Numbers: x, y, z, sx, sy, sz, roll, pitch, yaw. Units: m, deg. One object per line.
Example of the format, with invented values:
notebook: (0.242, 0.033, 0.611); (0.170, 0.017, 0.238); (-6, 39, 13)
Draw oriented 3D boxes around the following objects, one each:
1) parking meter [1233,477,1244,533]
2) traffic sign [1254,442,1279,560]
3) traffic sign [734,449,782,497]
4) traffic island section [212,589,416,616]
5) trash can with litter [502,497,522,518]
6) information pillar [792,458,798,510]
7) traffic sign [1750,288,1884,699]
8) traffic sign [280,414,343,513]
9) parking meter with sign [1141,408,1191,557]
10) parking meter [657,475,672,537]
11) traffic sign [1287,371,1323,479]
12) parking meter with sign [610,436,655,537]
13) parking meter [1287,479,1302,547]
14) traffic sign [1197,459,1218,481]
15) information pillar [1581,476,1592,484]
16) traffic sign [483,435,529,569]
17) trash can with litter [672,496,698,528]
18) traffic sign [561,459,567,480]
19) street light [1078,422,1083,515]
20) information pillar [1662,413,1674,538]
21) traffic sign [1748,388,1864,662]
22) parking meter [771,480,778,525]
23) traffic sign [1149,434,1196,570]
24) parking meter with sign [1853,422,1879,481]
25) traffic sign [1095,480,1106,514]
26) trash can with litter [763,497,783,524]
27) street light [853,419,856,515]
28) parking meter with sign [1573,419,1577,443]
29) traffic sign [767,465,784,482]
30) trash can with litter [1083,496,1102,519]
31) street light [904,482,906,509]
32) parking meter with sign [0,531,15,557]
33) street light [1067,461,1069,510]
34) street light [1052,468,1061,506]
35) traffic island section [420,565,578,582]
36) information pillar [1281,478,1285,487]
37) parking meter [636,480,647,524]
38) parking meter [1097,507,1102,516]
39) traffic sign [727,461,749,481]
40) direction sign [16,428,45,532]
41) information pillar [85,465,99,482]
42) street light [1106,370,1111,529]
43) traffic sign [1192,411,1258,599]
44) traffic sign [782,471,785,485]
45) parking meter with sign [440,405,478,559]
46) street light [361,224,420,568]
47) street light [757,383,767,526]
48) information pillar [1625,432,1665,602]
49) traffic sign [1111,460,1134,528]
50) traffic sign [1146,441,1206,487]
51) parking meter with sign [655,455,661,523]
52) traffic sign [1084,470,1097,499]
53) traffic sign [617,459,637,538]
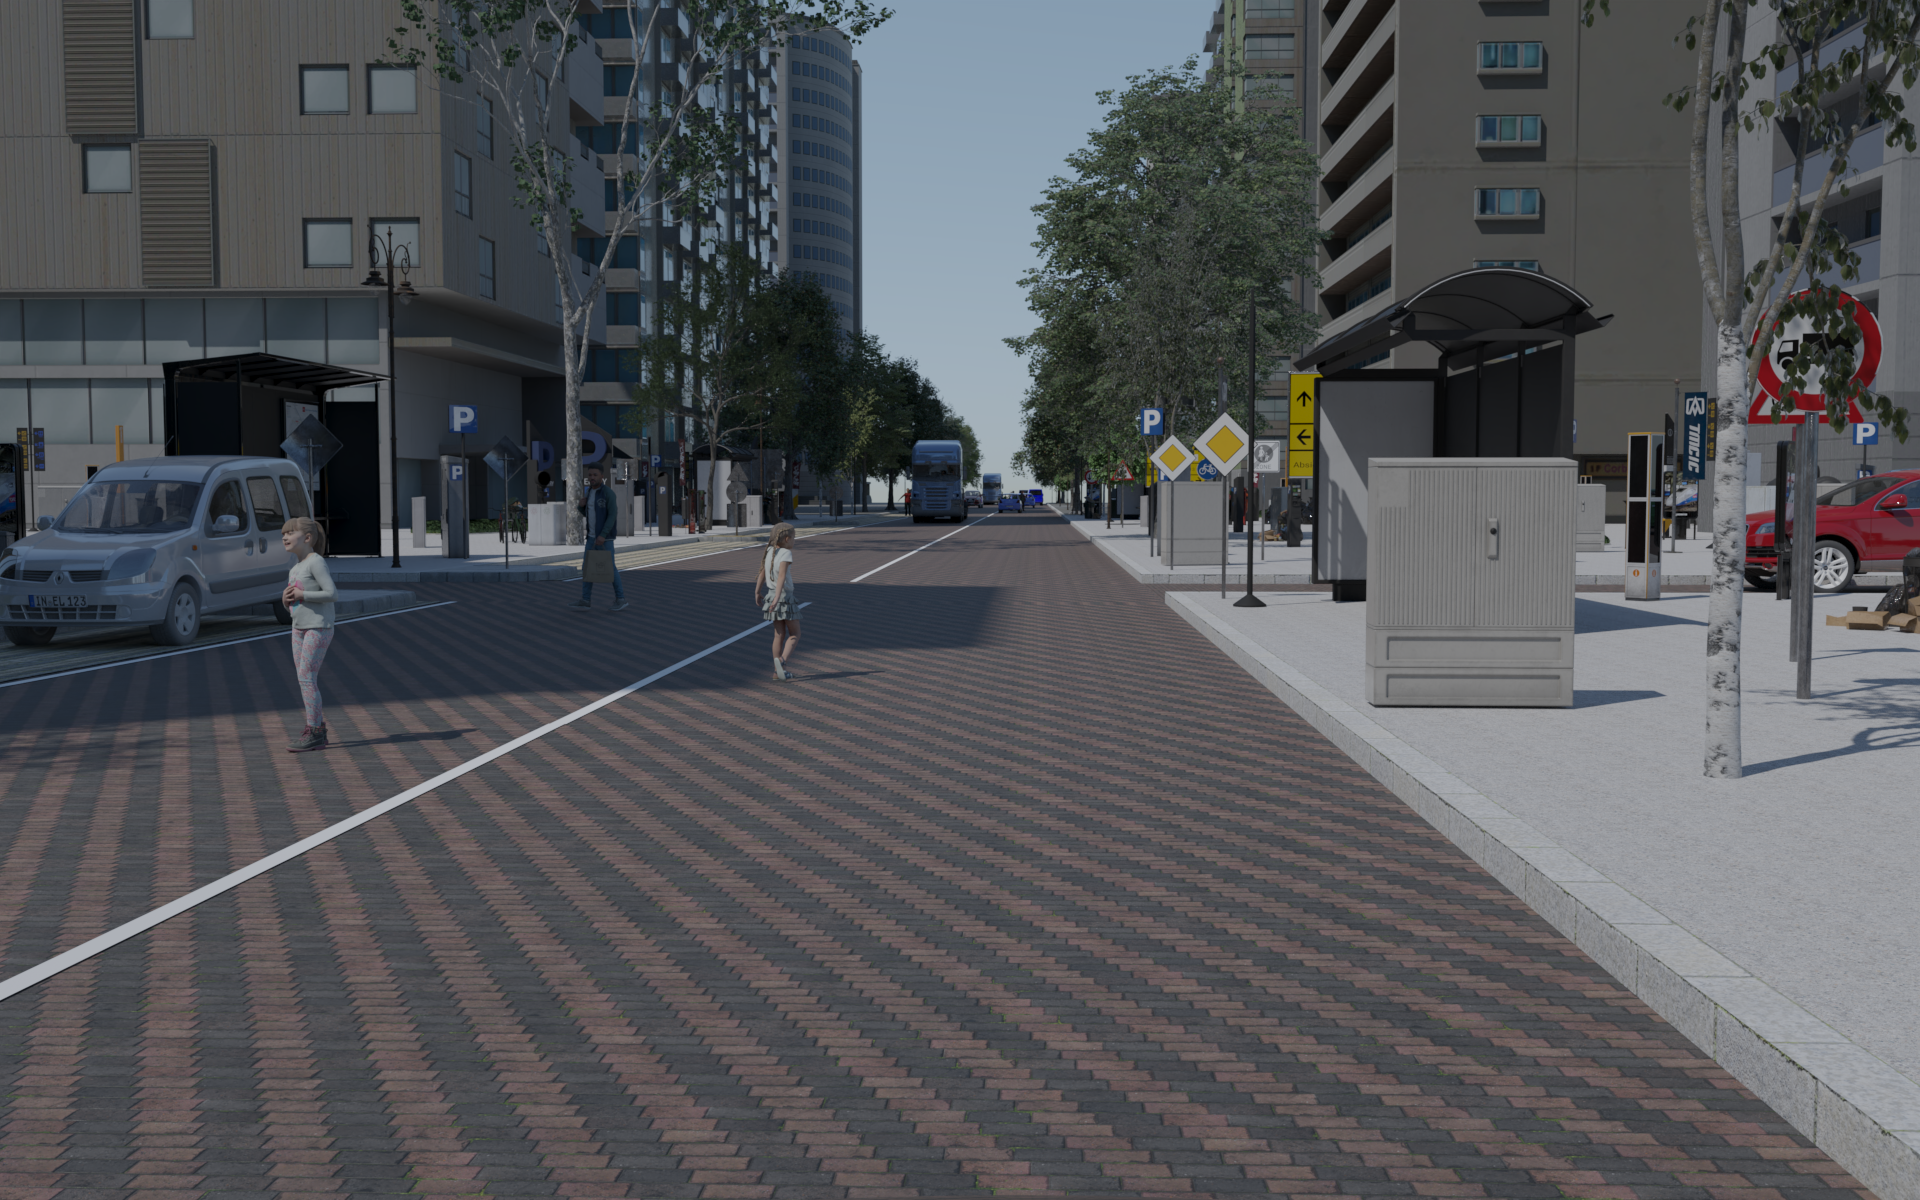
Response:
parking meter: (9.302, -3.188, 57.838); (0.255, 1.863, 0.399); (-1, 4, -11)
traffic sign: (5.859, -1.916, 33.463); (0.606, 2.300, 0.079); (1, 4, 9)
traffic sign: (-9.174, -5.185, 78.654); (2.265, 3.308, 0.079); (1, 4, 10)
traffic island section: (-8.130, 0.034, 21.728); (2.009, 0.180, 2.903); (0, 4, 2)
trash can with litter: (-16.414, -3.135, 62.647); (0.624, 1.170, 1.055); (3, 4, 38)
information pillar: (-9.620, -6.652, 100.110); (0.504, 3.616, 0.183); (-1, 4, -20)
traffic sign: (5.286, -0.652, 10.774); (0.768, 2.556, 0.104); (1, 4, 11)
traffic sign: (-8.106, -1.102, 21.665); (0.795, 2.450, 0.064); (0, 4, 2)
parking meter with sign: (4.455, -2.420, 35.829); (0.543, 3.016, 1.738); (3, 5, 41)
parking meter: (-8.924, -2.852, 52.336); (0.399, 1.863, 0.255); (2, 4, 23)
traffic sign: (6.550, -2.125, 28.616); (2.265, 3.308, 0.079); (1, 4, 10)
parking meter with sign: (-10.183, -3.422, 52.205); (1.738, 3.016, 0.543); (-1, 4, -10)
parking meter: (8.062, -2.206, 41.779); (0.255, 1.863, 0.399); (0, 4, -5)
traffic sign: (8.831, -3.774, 61.803); (0.768, 2.556, 0.104); (1, 4, 8)
information pillar: (25.095, -3.974, 69.466); (0.304, 2.012, 0.304); (-1, 4, -19)
traffic sign: (-7.764, -1.590, 29.643); (0.795, 2.450, 0.064); (0, 4, 2)
trash can with litter: (-10.376, -3.343, 65.721); (1.678, 1.210, 2.233); (-1, 4, -17)
traffic sign: (-11.222, -2.934, 50.099); (0.606, 2.300, 0.079); (0, 4, 4)
street light: (7.290, -8.011, 103.765); (0.468, 5.910, 1.993); (0, 4, 2)
information pillar: (20.565, -3.599, 50.197); (0.504, 3.616, 0.183); (-2, 4, -33)
traffic sign: (6.378, -0.805, 13.172); (0.884, 2.594, 0.081); (0, 4, 6)
parking meter: (-7.576, -3.982, 70.818); (0.255, 1.863, 0.399); (0, 4, -5)
traffic sign: (3.569, -1.559, 29.139); (0.795, 2.450, 0.064); (0, 4, 2)
parking meter with sign: (22.411, -2.848, 42.819); (0.543, 3.016, 1.738); (2, 4, 31)
traffic sign: (7.325, -5.546, 90.681); (0.884, 2.594, 0.081); (1, 4, 9)
trash can with litter: (-8.059, -3.830, 74.000); (0.624, 1.170, 1.055); (2, 4, 34)
street light: (-6.470, -8.174, 106.427); (0.468, 5.910, 1.993); (0, 4, 2)
parking meter with sign: (13.526, -2.722, 40.763); (1.738, 3.016, 0.543); (2, 4, 31)
traffic sign: (-8.040, -4.615, 75.554); (0.768, 2.556, 0.104); (0, 4, 3)
trash can with litter: (6.816, -4.727, 88.668); (1.055, 1.170, 0.624); (3, 5, 43)
street light: (-4.679, -10.685, 147.488); (0.468, 5.910, 1.993); (0, 4, 2)
parking meter with sign: (-11.623, -1.417, 19.421); (1.738, 3.016, 0.543); (-1, 4, -15)
street light: (8.679, -10.185, 139.308); (0.468, 5.910, 1.993); (0, 4, 2)
street light: (12.383, -15.285, 222.697); (0.468, 5.910, 1.993); (0, 4, 2)
traffic island section: (-7.788, -0.454, 29.706); (2.009, 0.180, 2.903); (0, 4, 2)
information pillar: (14.982, -4.611, 79.885); (0.304, 2.012, 0.304); (3, 4, 36)
parking meter: (-13.437, -4.122, 73.102); (0.399, 1.863, 0.255); (-3, 4, -36)
parking meter: (8.248, -5.776, 102.849); (0.372, 1.533, 0.369); (0, 3, 0)
traffic sign: (-8.871, -4.224, 69.066); (0.884, 2.594, 0.081); (0, 4, 5)
direction sign: (-31.666, -4.104, 59.092); (0.876, 3.537, 0.379); (0, 4, -7)
information pillar: (-21.910, -2.403, 43.776); (0.304, 2.012, 0.304); (-2, 4, -30)
street light: (5.476, -5.553, 63.581); (0.468, 5.910, 1.993); (0, 4, 2)
traffic sign: (3.227, -1.071, 21.161); (0.795, 2.450, 0.064); (0, 4, 2)
traffic sign: (-9.455, -5.730, 93.791); (0.768, 2.556, 0.104); (0, 4, 8)
parking meter with sign: (-10.116, -2.355, 34.759); (0.543, 3.016, 1.738); (-2, 4, -27)
street light: (-9.825, -3.500, 30.009); (0.468, 5.910, 1.993); (0, 4, 2)
street light: (-8.048, -5.958, 70.195); (0.468, 5.910, 1.993); (0, 4, 2)
information pillar: (8.214, -0.996, 20.784); (0.304, 2.012, 0.304); (-3, 4, -36)
traffic sign: (6.148, -4.001, 65.428); (0.884, 2.594, 0.081); (1, 4, 12)
traffic sign: (8.147, -4.376, 65.427); (2.265, 3.308, 0.079); (0, 4, 6)
parking meter with sign: (-13.949, -4.970, 77.527); (0.543, 3.016, 1.738); (-2, 4, -32)
traffic sign: (6.835, -5.494, 89.934); (0.768, 2.556, 0.104); (0, 4, 5)
traffic sign: (-9.708, -2.959, 50.502); (0.606, 2.300, 0.079); (0, 4, 3)
